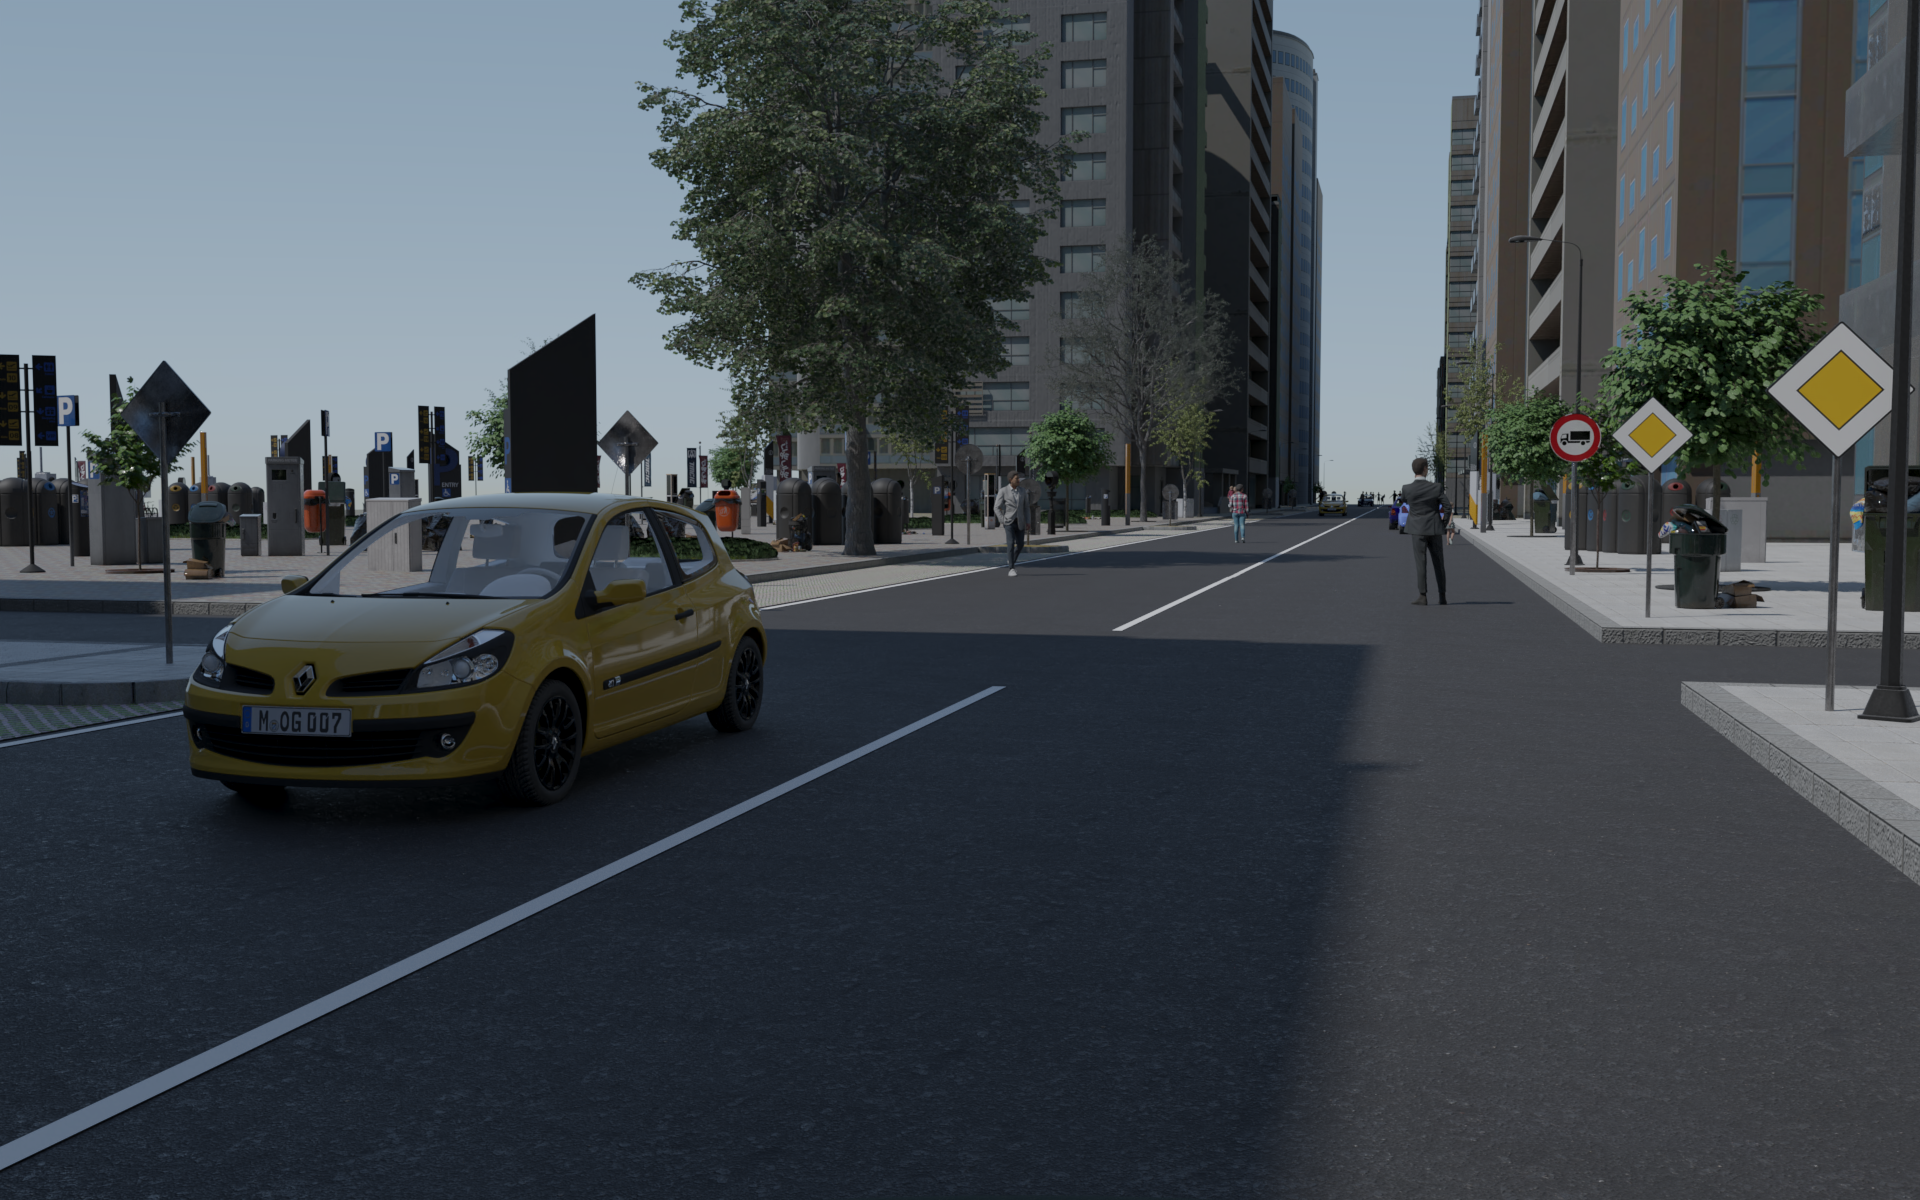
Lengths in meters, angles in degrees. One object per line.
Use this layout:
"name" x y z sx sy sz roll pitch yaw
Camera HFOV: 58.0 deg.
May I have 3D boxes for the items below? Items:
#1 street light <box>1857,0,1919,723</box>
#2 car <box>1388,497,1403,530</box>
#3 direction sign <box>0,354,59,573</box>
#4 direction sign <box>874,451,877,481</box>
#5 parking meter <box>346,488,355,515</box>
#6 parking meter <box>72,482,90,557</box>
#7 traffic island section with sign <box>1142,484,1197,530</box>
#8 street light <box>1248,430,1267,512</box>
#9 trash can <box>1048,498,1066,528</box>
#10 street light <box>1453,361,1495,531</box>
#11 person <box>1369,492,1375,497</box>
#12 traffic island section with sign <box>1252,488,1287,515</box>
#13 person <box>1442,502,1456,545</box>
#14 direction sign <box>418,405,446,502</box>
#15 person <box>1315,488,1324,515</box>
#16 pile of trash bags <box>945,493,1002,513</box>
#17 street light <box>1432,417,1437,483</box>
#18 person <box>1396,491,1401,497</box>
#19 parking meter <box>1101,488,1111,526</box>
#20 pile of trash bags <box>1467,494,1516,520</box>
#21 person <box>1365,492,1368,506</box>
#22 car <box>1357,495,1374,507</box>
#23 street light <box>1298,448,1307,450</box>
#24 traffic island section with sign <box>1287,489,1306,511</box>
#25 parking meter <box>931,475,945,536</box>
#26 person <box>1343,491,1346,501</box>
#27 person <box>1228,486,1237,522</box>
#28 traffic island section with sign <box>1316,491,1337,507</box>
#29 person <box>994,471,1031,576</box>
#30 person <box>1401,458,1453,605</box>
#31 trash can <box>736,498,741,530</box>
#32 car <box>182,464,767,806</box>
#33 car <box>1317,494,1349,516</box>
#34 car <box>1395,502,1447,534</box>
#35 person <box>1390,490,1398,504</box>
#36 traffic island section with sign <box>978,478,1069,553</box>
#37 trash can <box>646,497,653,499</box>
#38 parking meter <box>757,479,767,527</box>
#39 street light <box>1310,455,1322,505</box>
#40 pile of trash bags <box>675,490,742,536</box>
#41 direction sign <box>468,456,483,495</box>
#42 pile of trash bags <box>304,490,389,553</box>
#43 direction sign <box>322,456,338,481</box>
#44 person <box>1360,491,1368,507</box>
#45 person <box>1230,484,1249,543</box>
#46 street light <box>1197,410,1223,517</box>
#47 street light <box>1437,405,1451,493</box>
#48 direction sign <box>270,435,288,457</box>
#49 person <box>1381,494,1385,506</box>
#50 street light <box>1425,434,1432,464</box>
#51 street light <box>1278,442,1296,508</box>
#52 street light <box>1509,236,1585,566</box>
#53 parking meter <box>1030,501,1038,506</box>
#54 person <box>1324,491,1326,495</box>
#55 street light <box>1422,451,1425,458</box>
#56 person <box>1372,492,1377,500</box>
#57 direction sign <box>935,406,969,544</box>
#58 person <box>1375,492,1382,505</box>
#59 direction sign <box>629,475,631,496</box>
"street light" 4.788 -2.282 9.847 1.470 5.913 1.316 1 4 14
"car" 18.409 -3.545 70.538 1.945 1.354 3.894 1 4 16
"direction sign" -15.166 -2.215 28.216 0.876 3.537 0.379 -1 4 -20
"direction sign" -4.477 -6.086 91.509 0.379 3.537 0.876 0 4 5
"parking meter" -26.011 -4.005 73.900 0.372 1.533 0.369 0 3 0
"parking meter" -18.067 -1.662 35.580 0.372 1.533 0.369 0 3 0
"traffic island section with sign" 8.363 -3.680 68.799 1.989 1.847 2.006 1 4 14
"street light" 21.391 -9.326 125.024 1.470 5.913 1.316 1 4 14
"trash can" 3.677 -3.276 65.215 0.748 1.137 0.748 0 3 0
"street light" 18.039 -5.386 60.602 1.470 5.913 1.316 1 4 14
"person" 51.674 -12.739 217.504 1.217 1.743 0.721 -2 4 -24
"traffic island section with sign" 20.784 -6.622 116.899 1.989 1.847 2.006 1 4 14
"person" 13.739 -2.160 48.825 0.382 1.210 0.505 -3 4 -37
"direction sign" -13.576 -3.217 44.593 0.379 3.537 0.876 2 4 31
"person" 24.474 -6.669 117.548 0.705 1.822 1.348 3 5 41
"pile of trash bags" 0.513 -4.548 84.105 3.447 1.369 1.912 2 4 30
"street light" 29.302 -8.050 104.165 1.470 5.913 1.316 1 4 14
"person" 50.871 -11.725 200.140 1.348 1.831 0.705 0 4 -4
"parking meter" 5.912 -3.779 70.198 0.372 1.533 0.369 0 3 0
"pile of trash bags" 26.094 -4.657 85.899 1.912 1.369 3.447 -1 4 -9
"person" 50.537 -12.605 215.307 1.217 1.735 0.721 2 4 27
"car" 46.874 -11.464 200.016 1.945 1.354 3.894 1 4 16
"street light" 34.489 -12.429 175.751 1.470 5.913 1.316 1 4 14
"traffic island section with sign" 27.527 -8.219 143.000 1.989 1.847 2.006 1 4 14
"parking meter" -0.691 -2.922 53.479 0.399 1.863 0.255 1 4 13
"person" 41.106 -10.779 185.517 0.721 1.735 1.217 0 4 7
"person" 13.715 -4.792 86.827 0.580 1.828 0.573 2 4 28
"traffic island section with sign" 41.655 -11.563 197.688 1.989 1.847 2.006 1 4 14
"person" 0.906 -1.353 30.475 0.661 1.843 0.795 -1 4 -20
"person" 6.023 -0.891 22.437 0.648 1.900 0.474 0 4 3
"trash can" -8.067 -3.129 62.817 0.748 1.137 0.748 0 3 0
"car" -2.403 0.055 9.320 2.015 1.641 3.980 1 4 13
"car" 24.456 -6.315 113.481 2.015 1.641 3.980 1 4 15
"car" 16.818 -3.263 62.938 1.945 1.707 3.694 1 4 14
"person" 49.220 -11.507 196.275 0.705 1.869 1.348 -3 4 -37
"traffic island section with sign" 1.629 -2.084 42.695 1.989 1.847 2.006 1 4 14
"trash can" -15.290 -4.440 84.242 0.748 1.137 0.748 0 3 0
"parking meter" -7.759 -3.797 67.785 0.255 1.863 0.399 -2 4 -33
"street light" 42.287 -14.262 205.732 1.470 5.913 1.316 1 4 14
"pile of trash bags" -6.488 -1.774 38.765 3.447 1.369 1.912 1 4 16
"direction sign" -28.721 -6.774 102.759 0.876 3.537 0.379 0 4 -2
"pile of trash bags" -13.042 -1.773 38.745 1.912 1.369 3.447 3 5 45
"direction sign" -37.335 -6.772 102.723 0.876 3.537 0.379 -2 4 -27
"person" 44.816 -11.197 192.104 0.750 1.759 0.617 -1 4 -15
"person" 8.206 -2.543 50.915 0.563 1.720 0.643 1 4 19
"street light" 13.807 -7.528 95.625 1.470 5.913 1.316 1 4 14
"street light" 25.838 -7.218 90.550 1.470 5.913 1.316 1 4 14
"direction sign" -26.054 -4.549 66.376 0.876 3.537 0.379 2 4 26
"person" 51.600 -12.200 211.161 0.799 1.438 0.628 3 5 45
"street light" 37.004 -9.896 134.343 1.470 5.913 1.316 1 4 14
"street light" 29.054 -11.127 154.474 1.470 5.913 1.316 1 4 14
"street light" 10.557 -3.586 31.177 1.470 5.913 1.316 1 4 14
"parking meter" 2.809 -3.568 66.747 0.372 1.533 0.369 0 3 0
"person" 39.474 -10.907 187.376 0.434 1.755 0.990 2 4 31
"street light" 44.894 -11.740 164.491 1.470 5.913 1.316 1 4 14
"person" 58.301 -14.383 244.180 0.721 1.766 1.217 -3 5 -41
"direction sign" -0.205 -3.209 44.456 0.876 3.537 0.379 0 3 0
"person" 57.294 -13.918 236.845 1.217 1.735 0.721 3 4 36
"direction sign" -12.185 -4.403 63.986 0.379 3.537 0.876 0 3 0
